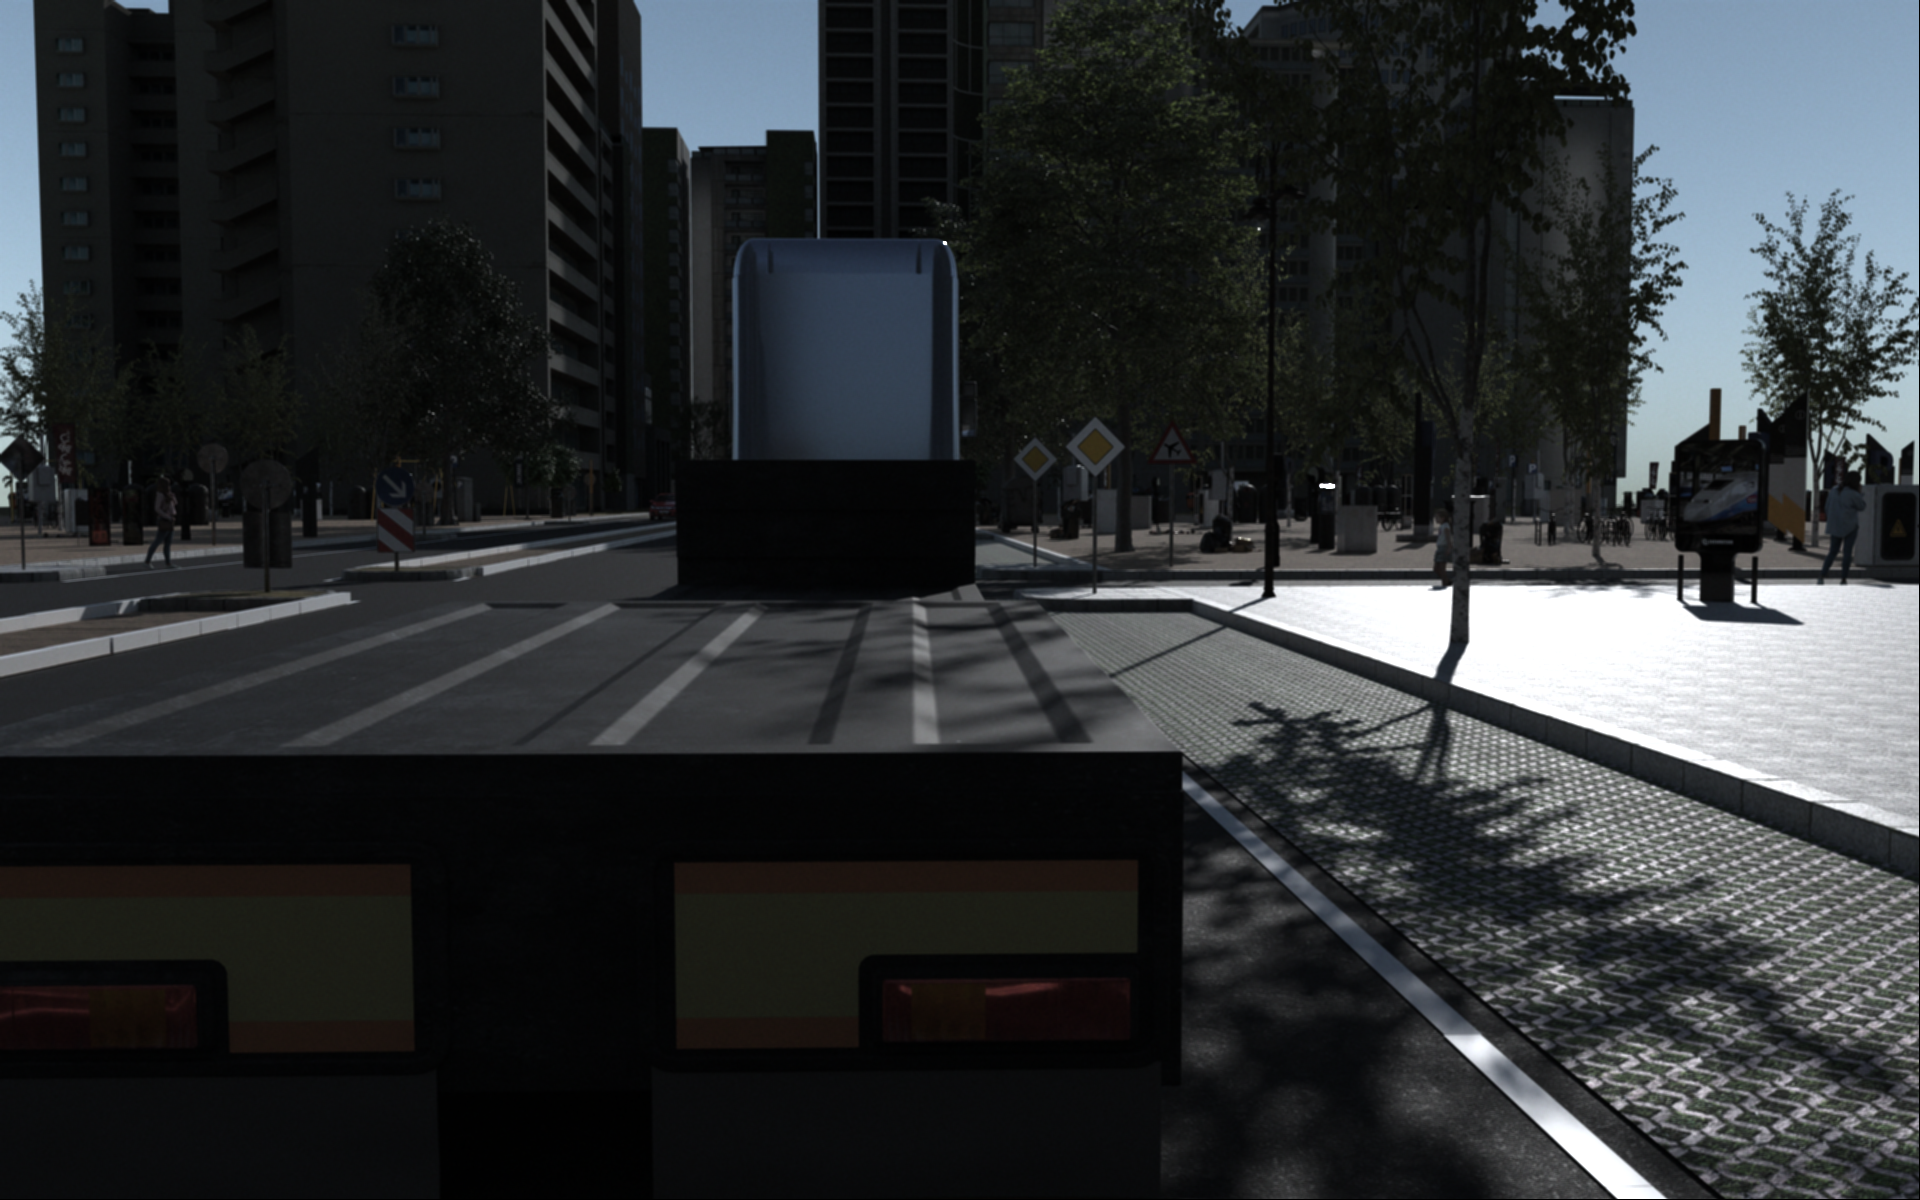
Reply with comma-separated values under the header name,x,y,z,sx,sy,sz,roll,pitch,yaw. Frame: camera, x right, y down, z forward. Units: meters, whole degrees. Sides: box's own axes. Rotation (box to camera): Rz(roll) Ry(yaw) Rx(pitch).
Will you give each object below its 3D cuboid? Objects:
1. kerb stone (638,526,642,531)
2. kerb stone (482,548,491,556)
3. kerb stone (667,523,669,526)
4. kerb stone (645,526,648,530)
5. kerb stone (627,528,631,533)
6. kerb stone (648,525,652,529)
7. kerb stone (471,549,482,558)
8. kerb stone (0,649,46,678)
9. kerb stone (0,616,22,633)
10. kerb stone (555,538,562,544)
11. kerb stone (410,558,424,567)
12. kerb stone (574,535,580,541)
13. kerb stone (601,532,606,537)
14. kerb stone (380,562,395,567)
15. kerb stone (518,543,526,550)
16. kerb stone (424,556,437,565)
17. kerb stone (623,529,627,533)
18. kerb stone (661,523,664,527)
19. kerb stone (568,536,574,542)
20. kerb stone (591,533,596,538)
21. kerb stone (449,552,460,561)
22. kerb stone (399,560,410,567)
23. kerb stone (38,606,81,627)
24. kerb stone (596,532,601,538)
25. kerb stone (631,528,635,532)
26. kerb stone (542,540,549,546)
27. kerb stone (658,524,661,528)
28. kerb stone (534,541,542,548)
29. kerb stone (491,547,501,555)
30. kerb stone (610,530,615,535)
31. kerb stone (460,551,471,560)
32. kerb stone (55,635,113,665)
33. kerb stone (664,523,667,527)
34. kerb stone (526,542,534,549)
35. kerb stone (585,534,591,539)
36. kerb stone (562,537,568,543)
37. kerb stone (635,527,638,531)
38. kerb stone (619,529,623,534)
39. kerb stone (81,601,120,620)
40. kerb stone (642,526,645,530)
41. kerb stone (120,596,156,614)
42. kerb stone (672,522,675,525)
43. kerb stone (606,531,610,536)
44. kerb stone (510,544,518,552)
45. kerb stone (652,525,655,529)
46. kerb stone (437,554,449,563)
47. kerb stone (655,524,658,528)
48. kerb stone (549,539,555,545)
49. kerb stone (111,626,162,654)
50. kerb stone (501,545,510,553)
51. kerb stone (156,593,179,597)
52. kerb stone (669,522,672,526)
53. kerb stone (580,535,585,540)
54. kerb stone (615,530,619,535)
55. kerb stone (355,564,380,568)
name,x,y,z,sx,sy,sz,roll,pitch,yaw
kerb stone,-12.454,-2.711,66.593,0.120,0.150,1.000,0,4,-3
kerb stone,-11.043,-1.086,39.966,0.120,0.150,1.000,0,4,-3
kerb stone,-12.945,-3.279,75.800,0.120,0.150,1.000,0,4,-3
kerb stone,-12.572,-2.839,68.634,0.120,0.150,1.000,0,4,-3
kerb stone,-12.290,-2.527,63.516,0.120,0.150,1.000,0,4,-3
kerb stone,-12.614,-2.903,69.655,0.120,0.150,1.000,0,4,-3
kerb stone,-10.978,-1.022,38.945,0.120,0.150,1.000,0,4,-3
kerb stone,-7.554,0.508,13.936,0.120,0.150,1.000,0,4,-3
kerb stone,-9.864,0.269,17.916,0.120,0.150,1.000,0,4,-3
kerb stone,-11.534,-1.651,49.191,0.120,0.150,1.000,0,4,-3
kerb stone,-10.715,-0.711,33.827,0.120,0.150,1.000,0,4,-3
kerb stone,-11.695,-1.839,52.266,0.120,0.150,1.000,0,4,-3
kerb stone,-11.964,-2.152,57.382,0.120,0.150,1.000,0,4,-3
kerb stone,-10.603,-0.586,31.781,0.120,0.150,1.000,0,4,-3
kerb stone,-11.268,-1.333,44.071,0.120,0.150,1.000,0,4,-3
kerb stone,-10.764,-0.774,34.855,0.120,0.150,1.000,0,4,-3
kerb stone,-12.240,-2.465,62.495,0.120,0.150,1.000,0,4,-3
kerb stone,-12.841,-3.153,73.751,0.120,0.150,1.000,0,4,-3
kerb stone,-11.646,-1.773,51.245,0.120,0.150,1.000,0,4,-3
kerb stone,-11.861,-2.027,55.341,0.120,0.150,1.000,0,4,-3
kerb stone,-10.877,-0.899,36.896,0.120,0.150,1.000,0,4,-3
kerb stone,-10.662,-0.649,32.806,0.120,0.150,1.000,0,4,-3
kerb stone,-9.929,0.199,18.939,0.120,0.150,1.000,0,4,-3
kerb stone,-11.920,-2.090,56.361,0.120,0.150,1.000,0,4,-3
kerb stone,-12.342,-2.585,64.537,0.120,0.150,1.000,0,4,-3
kerb stone,-11.419,-1.526,47.138,0.120,0.150,1.000,0,4,-3
kerb stone,-12.783,-3.085,72.727,0.120,0.150,1.000,0,4,-3
kerb stone,-11.360,-1.463,46.118,0.120,0.150,1.000,0,4,-3
kerb stone,-11.099,-1.148,40.990,0.120,0.150,1.000,0,4,-3
kerb stone,-12.074,-2.277,59.427,0.120,0.150,1.000,0,4,-3
kerb stone,-10.934,-0.962,37.924,0.120,0.150,1.000,0,4,-3
kerb stone,-7.618,0.443,14.956,0.120,0.150,1.000,0,4,-3
kerb stone,-12.892,-3.216,74.772,0.120,0.150,1.000,0,4,-3
kerb stone,-11.313,-1.400,45.092,0.120,0.150,1.000,0,4,-3
kerb stone,-11.807,-1.965,54.319,0.120,0.150,1.000,0,4,-3
kerb stone,-11.590,-1.714,50.211,0.120,0.150,1.000,0,4,-3
kerb stone,-12.400,-2.653,65.566,0.120,0.150,1.000,0,4,-3
kerb stone,-12.186,-2.400,61.471,0.120,0.150,1.000,0,4,-3
kerb stone,-9.989,0.137,19.959,0.120,0.150,1.000,0,4,-3
kerb stone,-12.513,-2.778,67.613,0.120,0.150,1.000,0,4,-3
kerb stone,-10.037,0.074,20.981,0.120,0.150,1.000,0,4,-3
kerb stone,-13.054,-3.404,77.846,0.120,0.150,1.000,0,4,-3
kerb stone,-12.024,-2.212,58.407,0.120,0.150,1.000,0,4,-3
kerb stone,-11.201,-1.275,43.048,0.120,0.150,1.000,0,4,-3
kerb stone,-12.676,-2.963,70.677,0.120,0.150,1.000,0,4,-3
kerb stone,-10.823,-0.830,35.876,0.120,0.150,1.000,0,4,-3
kerb stone,-12.734,-3.021,71.698,0.120,0.150,1.000,0,4,-3
kerb stone,-11.472,-1.588,48.167,0.120,0.150,1.000,0,4,-3
kerb stone,-7.659,0.380,15.985,0.120,0.150,1.000,0,4,-3
kerb stone,-11.150,-1.212,42.014,0.120,0.150,1.000,0,4,-3
kerb stone,-10.081,0.016,22.006,0.120,0.150,1.000,0,4,-3
kerb stone,-13.006,-3.334,76.825,0.120,0.150,1.000,0,4,-3
kerb stone,-11.749,-1.901,53.291,0.120,0.150,1.000,0,4,-3
kerb stone,-12.130,-2.340,60.448,0.120,0.150,1.000,0,4,-3
kerb stone,-10.554,-0.520,30.758,0.120,0.150,1.000,0,4,-3
